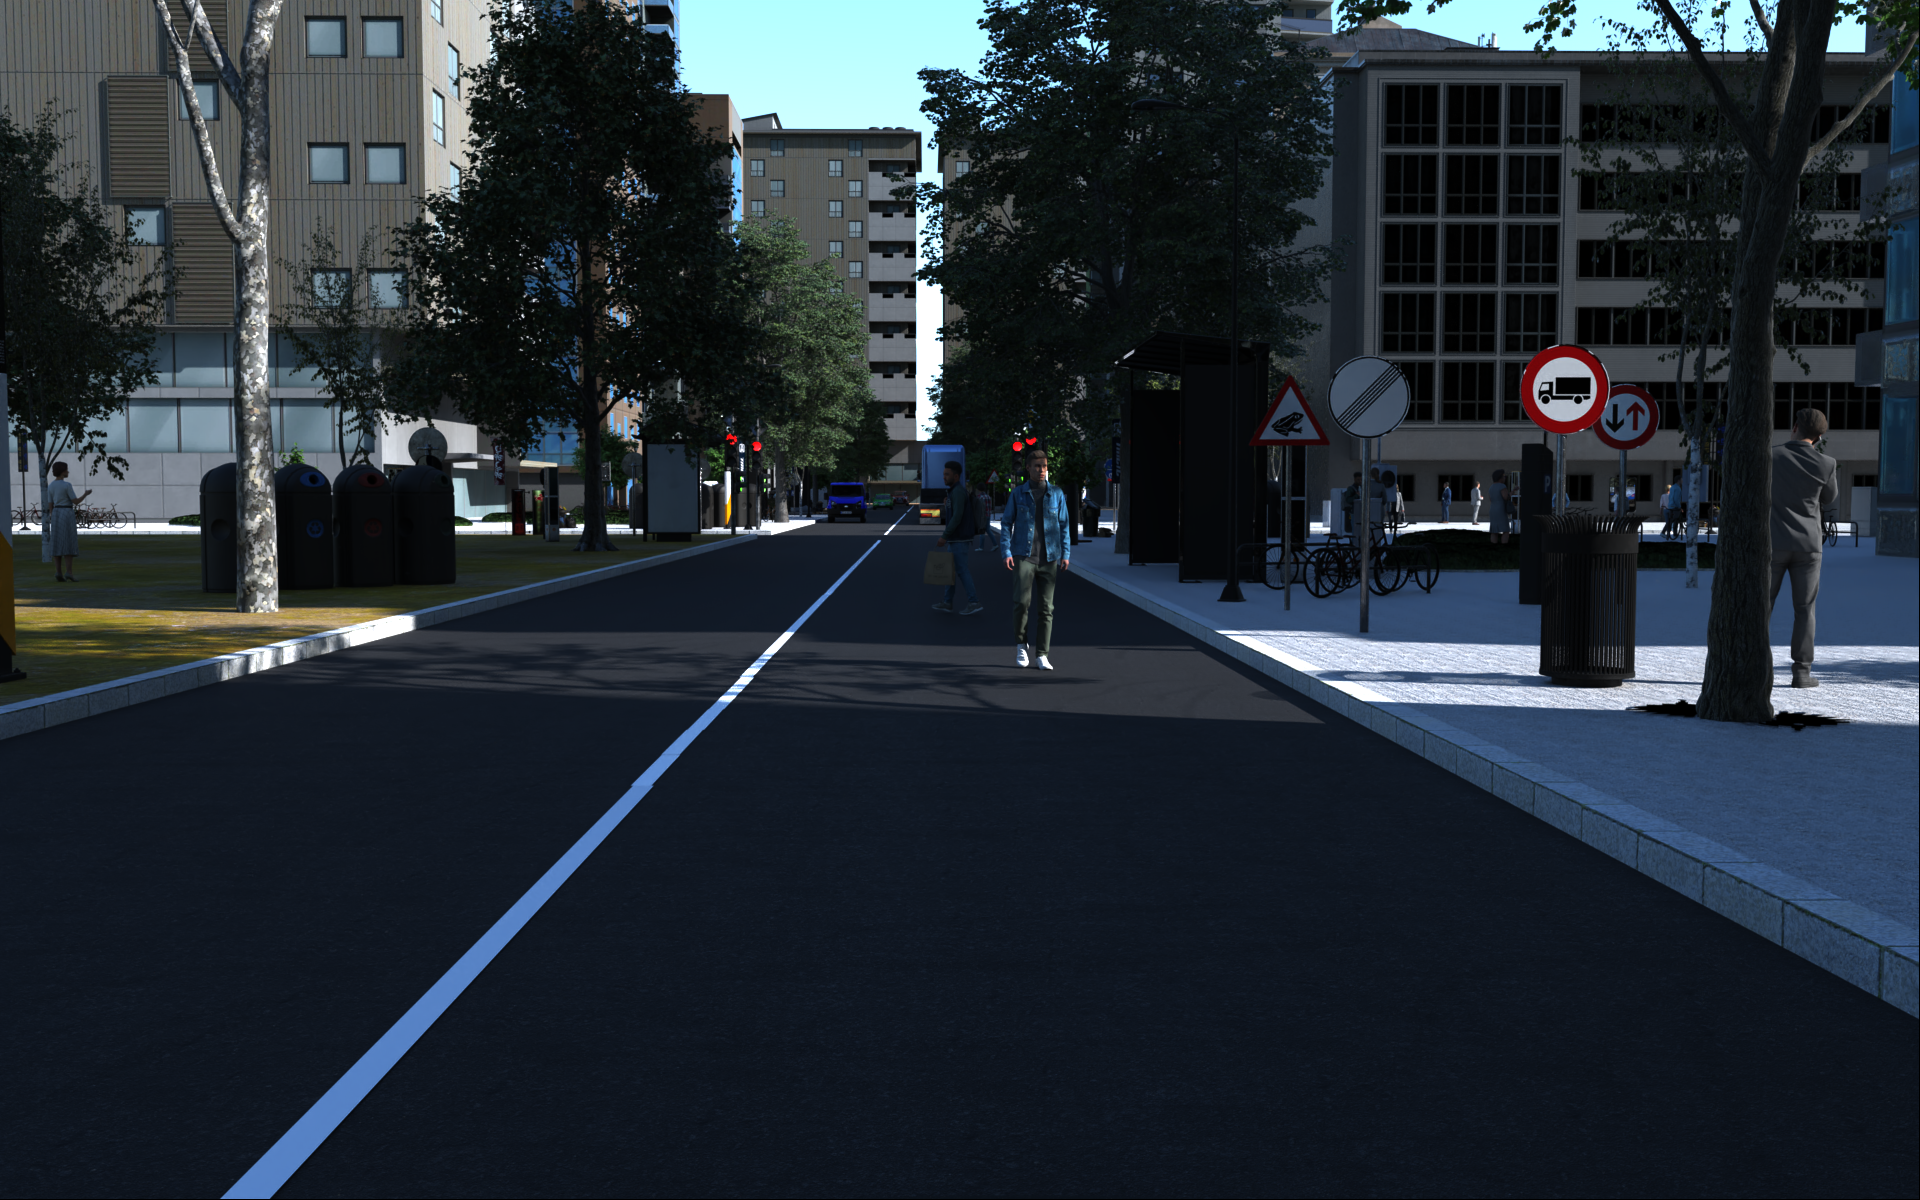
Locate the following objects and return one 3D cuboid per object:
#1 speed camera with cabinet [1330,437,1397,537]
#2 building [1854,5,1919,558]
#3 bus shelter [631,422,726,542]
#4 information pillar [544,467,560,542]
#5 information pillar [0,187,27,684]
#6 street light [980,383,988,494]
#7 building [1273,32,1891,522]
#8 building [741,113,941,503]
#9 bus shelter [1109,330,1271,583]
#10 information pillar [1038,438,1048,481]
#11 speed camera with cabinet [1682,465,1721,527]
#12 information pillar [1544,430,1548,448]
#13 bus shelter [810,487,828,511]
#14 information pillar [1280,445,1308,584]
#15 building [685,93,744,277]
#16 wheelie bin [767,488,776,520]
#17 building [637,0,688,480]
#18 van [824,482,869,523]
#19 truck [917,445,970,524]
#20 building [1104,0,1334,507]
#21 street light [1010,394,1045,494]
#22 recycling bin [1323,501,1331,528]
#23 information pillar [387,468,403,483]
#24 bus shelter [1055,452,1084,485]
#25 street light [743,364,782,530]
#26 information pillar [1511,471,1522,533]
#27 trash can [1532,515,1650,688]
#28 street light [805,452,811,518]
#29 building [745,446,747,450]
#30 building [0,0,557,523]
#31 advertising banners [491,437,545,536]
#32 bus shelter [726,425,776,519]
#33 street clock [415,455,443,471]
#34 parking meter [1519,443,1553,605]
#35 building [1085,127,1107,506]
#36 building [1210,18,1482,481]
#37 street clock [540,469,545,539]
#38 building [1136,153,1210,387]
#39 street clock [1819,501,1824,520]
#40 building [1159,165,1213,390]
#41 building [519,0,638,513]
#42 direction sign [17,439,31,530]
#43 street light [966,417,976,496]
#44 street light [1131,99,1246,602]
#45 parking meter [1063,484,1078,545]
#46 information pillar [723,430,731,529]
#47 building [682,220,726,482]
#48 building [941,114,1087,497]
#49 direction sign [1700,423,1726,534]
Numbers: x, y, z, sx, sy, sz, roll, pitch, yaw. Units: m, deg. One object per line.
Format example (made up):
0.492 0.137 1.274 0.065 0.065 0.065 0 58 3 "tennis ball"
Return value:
12.209 -3.548 52.344 2.038 3.252 0.660 -2 4 -23 "speed camera with cabinet"
28.937 -24.624 22.205 23.786 49.044 30.456 0 4 -1 "building"
-7.811 -3.368 48.998 2.014 3.302 5.546 0 4 -1 "bus shelter"
-10.959 -2.570 46.510 0.304 2.012 0.304 -2 4 -33 "information pillar"
-6.587 -1.244 11.694 0.183 3.616 0.504 0 4 0 "information pillar"
1.612 -6.100 72.279 1.470 5.913 1.316 0 4 -1 "street light"
31.389 -16.151 83.139 30.058 24.678 14.314 0 4 -1 "building"
-17.019 -40.285 247.894 27.495 52.752 28.713 0 4 -1 "building"
3.606 -2.247 28.017 1.731 3.624 6.357 0 4 -1 "bus shelter"
2.980 -4.339 62.297 0.183 3.616 0.504 -2 4 -33 "information pillar"
22.456 -3.474 51.141 2.038 3.252 0.660 2 4 29 "speed camera with cabinet"
18.755 -3.924 55.505 0.183 3.616 0.504 2 4 25 "information pillar"
-10.570 -8.347 130.396 2.014 3.302 5.546 0 4 -1 "bus shelter"
4.794 -1.246 24.868 0.304 2.012 0.304 0 4 -6 "information pillar"
-31.593 -33.062 190.668 14.200 45.320 14.600 0 4 -1 "building"
-9.029 -4.718 85.047 0.980 1.594 0.693 3 4 38 "wheelie bin"
-35.223 -51.232 150.317 22.319 86.520 31.000 0 4 -1 "building"
-5.710 -5.099 87.750 2.240 2.365 5.245 0 4 -2 "van"
-0.819 -6.072 89.044 2.967 4.110 18.799 0 4 -1 "truck"
25.088 -38.447 170.609 21.231 58.520 28.212 0 4 -1 "building"
2.066 -4.994 54.199 1.470 5.913 1.316 0 4 -1 "street light"
14.428 -3.314 66.746 0.722 1.027 0.722 0 4 -6 "recycling bin"
-16.084 -2.745 49.378 0.304 2.012 0.304 1 4 18 "information pillar"
5.862 -6.624 99.585 1.731 3.624 6.357 0 4 -1 "bus shelter"
-7.073 -5.478 62.110 1.470 5.913 1.316 0 4 -1 "street light"
17.910 -3.126 55.599 0.304 2.012 0.304 -2 4 -34 "information pillar"
4.234 -0.001 11.671 0.748 1.137 0.748 0 3 0 "trash can"
-7.735 -7.469 94.660 1.470 5.913 1.316 0 4 -1 "street light"
-42.794 -34.108 249.554 23.993 40.220 32.217 0 4 -1 "building"
-36.951 -30.467 87.367 28.713 52.752 27.495 0 4 -1 "building"
-13.660 -3.515 53.658 0.090 3.025 2.074 3 5 40 "advertising banners"
-10.806 -6.900 90.453 2.179 5.291 8.768 0 4 -1 "bus shelter"
-9.801 -1.678 32.004 0.471 2.002 0.358 -1 4 -13 "street clock"
6.724 -0.887 20.211 0.255 1.863 0.399 3 4 38 "parking meter"
20.816 -31.105 192.164 14.154 41.232 14.086 0 4 -1 "building"
22.650 -19.363 102.485 13.634 28.700 20.117 0 4 -1 "building"
-11.757 -2.736 49.311 0.358 2.002 0.471 1 4 9 "street clock"
22.107 -23.155 150.280 14.160 30.474 14.107 0 4 -1 "building"
30.920 -3.525 62.210 0.471 2.002 0.358 0 4 -7 "street clock"
21.623 -20.050 125.080 12.463 27.353 25.104 0 4 -1 "building"
-30.435 -28.790 120.828 14.600 45.320 14.200 0 4 -1 "building"
-33.037 -4.227 61.103 0.876 3.537 0.379 3 5 43 "direction sign"
1.075 -8.091 104.831 1.470 5.913 1.316 0 4 -1 "street light"
2.715 -2.937 20.561 1.470 5.913 1.316 0 4 -1 "street light"
2.779 -2.143 43.448 0.372 1.533 0.369 0 3 0 "parking meter"
-8.554 -4.426 63.718 0.183 3.616 0.504 1 4 9 "information pillar"
-31.461 -24.643 174.621 14.160 30.474 14.107 0 4 -1 "building"
10.616 -40.349 248.947 27.495 52.752 28.713 0 4 -1 "building"
24.087 -3.880 55.439 0.379 3.537 0.876 -3 5 -40 "direction sign"
